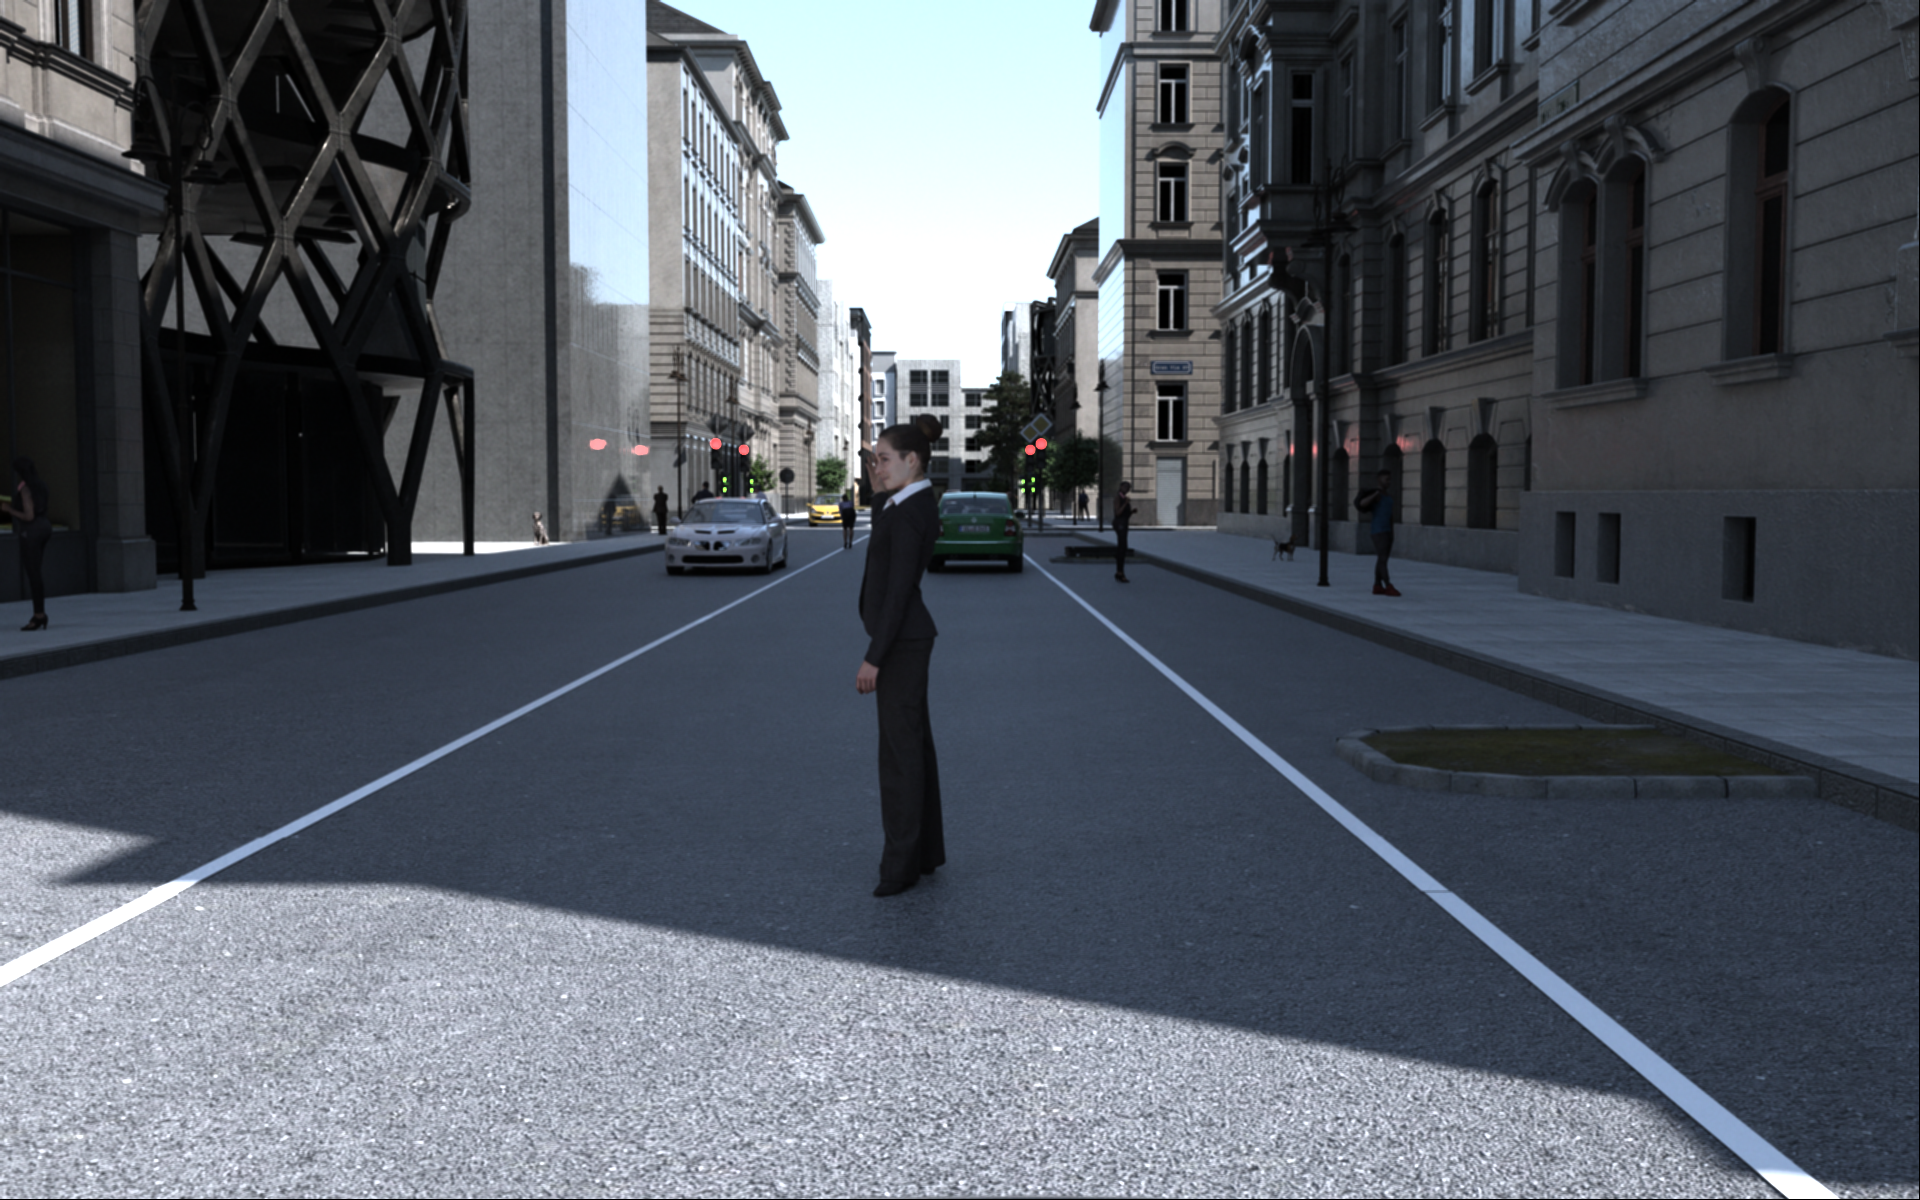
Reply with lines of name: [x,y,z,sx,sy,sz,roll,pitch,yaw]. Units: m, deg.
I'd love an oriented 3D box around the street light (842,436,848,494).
street light: [-9.148,-10.130,138.418,0.468,5.910,1.993,0,4,0]

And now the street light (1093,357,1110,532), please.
street light: [4.784,-5.247,58.578,0.468,5.910,1.993,0,4,0]

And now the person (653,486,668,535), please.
person: [-9.464,-2.837,54.703,0.482,1.546,0.388,-1,4,-13]

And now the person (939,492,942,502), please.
person: [-1.912,-10.021,173.814,0.415,1.643,0.593,2,4,35]

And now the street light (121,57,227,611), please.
street light: [-8.520,-2.823,18.946,0.468,5.910,1.993,0,4,0]

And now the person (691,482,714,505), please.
person: [-7.024,-2.325,46.964,0.683,1.767,0.568,-2,4,-27]

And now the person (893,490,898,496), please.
person: [-5.872,-9.414,162.497,1.350,1.814,0.705,1,4,19]

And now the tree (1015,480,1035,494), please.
tree: [4.679,-7.383,115.318,1.663,3.219,1.824,0,3,0]

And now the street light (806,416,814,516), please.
street light: [-8.933,-7.960,102.941,0.468,5.910,1.993,0,4,0]

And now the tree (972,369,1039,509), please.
tree: [4.481,-13.880,148.989,6.751,12.117,7.091,0,3,0]

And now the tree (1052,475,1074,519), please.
tree: [5.371,-5.839,90.061,1.663,3.219,1.824,0,3,0]

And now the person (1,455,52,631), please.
person: [-8.814,-0.541,16.358,0.593,1.643,0.415,3,5,43]

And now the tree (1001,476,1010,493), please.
tree: [4.195,-9.844,155.549,1.663,3.219,1.824,0,3,0]

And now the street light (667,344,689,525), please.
street light: [-8.681,-4.939,53.538,0.468,5.910,1.993,0,4,0]

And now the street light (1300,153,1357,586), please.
street light: [5.072,-3.131,23.987,0.468,5.910,1.993,0,4,0]

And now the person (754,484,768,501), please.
person: [-5.856,-2.505,50.391,0.436,1.711,0.756,2,4,30]

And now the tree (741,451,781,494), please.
tree: [-8.883,-4.956,75.629,1.663,3.219,1.824,0,3,0]

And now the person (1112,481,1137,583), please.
person: [2.702,-1.118,28.244,0.415,1.643,0.593,-1,4,-22]

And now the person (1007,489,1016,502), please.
person: [4.290,-8.643,148.060,1.217,1.736,0.721,2,4,32]

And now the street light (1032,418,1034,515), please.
street light: [4.475,-8.140,105.880,0.468,5.910,1.993,0,4,0]

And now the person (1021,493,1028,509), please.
person: [5.651,-8.563,146.062,1.348,1.822,0.705,3,5,42]

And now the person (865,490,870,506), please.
person: [-9.862,-11.027,187.050,0.721,1.735,1.217,-3,5,-42]

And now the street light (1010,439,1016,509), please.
street light: [4.321,-10.299,141.176,0.468,5.910,1.993,0,4,0]

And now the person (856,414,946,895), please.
person: [-0.297,0.171,6.513,0.445,1.727,0.742,-2,4,-29]

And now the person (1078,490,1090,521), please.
person: [5.906,-4.472,81.862,0.574,1.496,0.600,1,4,20]

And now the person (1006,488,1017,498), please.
person: [4.373,-8.959,152.482,1.348,1.831,0.705,0,4,-3]

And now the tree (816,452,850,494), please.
tree: [-10.116,-9.213,134.351,4.285,4.588,4.351,0,3,0]

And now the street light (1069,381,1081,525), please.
street light: [4.740,-6.025,71.288,0.468,5.910,1.993,0,4,0]

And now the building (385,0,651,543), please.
building: [-20.197,-14.248,50.977,19.932,24.808,12.078,0,4,0]

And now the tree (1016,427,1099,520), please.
tree: [5.917,-6.190,84.928,4.285,4.588,4.351,0,3,0]

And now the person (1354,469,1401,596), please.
person: [5.341,-0.860,21.966,0.662,1.594,0.647,3,4,37]

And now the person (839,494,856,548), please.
person: [-2.982,-2.078,45.707,0.421,1.427,0.697,-1,4,-17]

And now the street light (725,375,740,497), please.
street light: [-8.818,-5.781,67.314,0.468,5.910,1.993,0,4,0]
